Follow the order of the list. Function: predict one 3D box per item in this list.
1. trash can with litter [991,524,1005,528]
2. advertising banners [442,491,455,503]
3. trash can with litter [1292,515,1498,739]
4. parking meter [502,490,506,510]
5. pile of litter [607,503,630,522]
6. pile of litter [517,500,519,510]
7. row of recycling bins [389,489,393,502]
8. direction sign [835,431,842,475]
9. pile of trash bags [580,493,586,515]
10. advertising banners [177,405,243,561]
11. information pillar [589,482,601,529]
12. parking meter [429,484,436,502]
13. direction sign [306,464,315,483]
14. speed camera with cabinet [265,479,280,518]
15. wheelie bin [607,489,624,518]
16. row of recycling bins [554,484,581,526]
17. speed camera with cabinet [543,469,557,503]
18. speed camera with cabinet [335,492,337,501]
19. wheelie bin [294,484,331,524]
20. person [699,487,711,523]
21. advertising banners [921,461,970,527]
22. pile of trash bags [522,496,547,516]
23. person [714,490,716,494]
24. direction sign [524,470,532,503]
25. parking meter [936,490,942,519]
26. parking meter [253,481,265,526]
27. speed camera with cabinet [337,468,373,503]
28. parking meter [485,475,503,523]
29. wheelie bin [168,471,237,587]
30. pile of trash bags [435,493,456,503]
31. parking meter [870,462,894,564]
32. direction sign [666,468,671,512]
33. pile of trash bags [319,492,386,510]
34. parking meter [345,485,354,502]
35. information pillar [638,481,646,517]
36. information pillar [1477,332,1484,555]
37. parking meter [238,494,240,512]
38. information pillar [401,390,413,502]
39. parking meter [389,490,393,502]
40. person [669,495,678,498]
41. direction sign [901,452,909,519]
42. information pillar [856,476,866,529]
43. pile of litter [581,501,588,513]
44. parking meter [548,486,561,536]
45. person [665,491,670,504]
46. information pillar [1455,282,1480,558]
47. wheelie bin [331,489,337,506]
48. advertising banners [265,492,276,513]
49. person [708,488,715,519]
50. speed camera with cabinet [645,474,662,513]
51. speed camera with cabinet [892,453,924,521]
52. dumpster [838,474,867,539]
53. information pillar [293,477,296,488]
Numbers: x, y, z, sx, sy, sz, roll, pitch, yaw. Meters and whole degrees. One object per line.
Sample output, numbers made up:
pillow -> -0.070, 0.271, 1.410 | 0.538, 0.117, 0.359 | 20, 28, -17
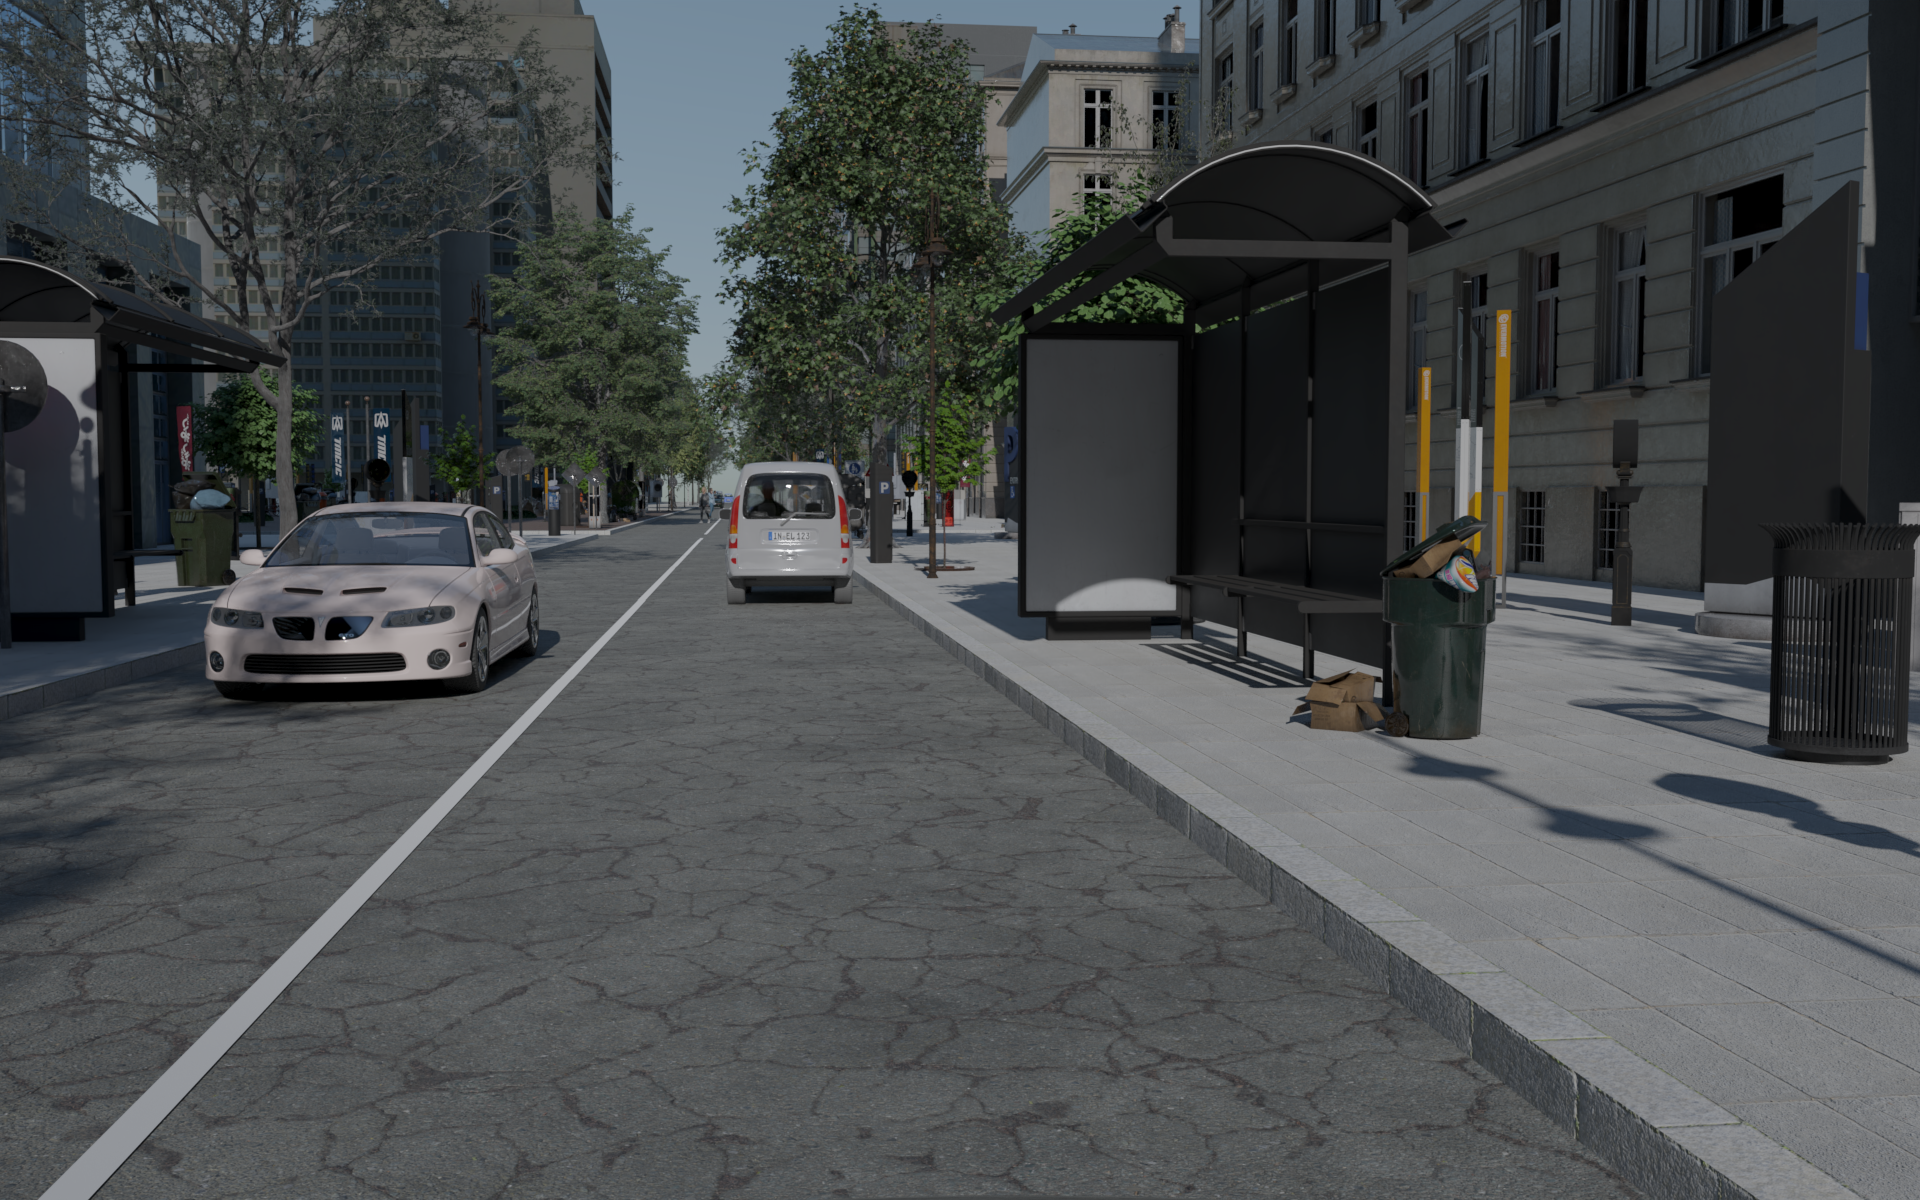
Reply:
trash can with litter -> 2.176, -3.351, 65.843 | 2.233, 1.210, 1.678 | 3, 5, 42
advertising banners -> -29.208, -6.323, 99.568 | 0.090, 3.025, 2.074 | 1, 4, 14
trash can with litter -> 2.307, 0.130, 9.264 | 1.055, 1.170, 0.624 | 2, 4, 33
parking meter -> -32.286, -6.969, 122.359 | 0.372, 1.533, 0.369 | 0, 3, 0
pile of litter -> -15.772, -4.017, 79.650 | 1.176, 0.858, 1.719 | -1, 4, -18
pile of litter -> -31.017, -6.678, 123.150 | 1.176, 0.858, 1.719 | -2, 4, -28
row of recycling bins -> -39.893, -7.118, 123.490 | 1.069, 1.692, 3.534 | 0, 4, -4
direction sign -> -4.387, -4.309, 62.456 | 0.379, 3.537, 0.876 | -1, 4, -18
pile of trash bags -> -23.985, -6.022, 108.210 | 3.447, 1.369, 1.912 | -2, 4, -31
advertising banners -> -14.664, -2.300, 33.794 | 2.074, 3.025, 0.090 | 2, 4, 35
information pillar -> -13.497, -3.637, 63.960 | 0.304, 2.012, 0.304 | 3, 5, 43
parking meter -> -30.738, -5.814, 100.766 | 0.399, 1.863, 0.255 | -2, 4, -30
direction sign -> -48.581, -8.413, 129.557 | 0.379, 3.537, 0.876 | 1, 4, 23
speed camera with cabinet -> -40.942, -6.719, 104.190 | 2.038, 3.252, 0.660 | 3, 4, 36
wheelie bin -> -17.741, -4.980, 89.332 | 0.980, 1.594, 0.693 | -1, 4, -23
row of recycling bins -> -16.224, -3.898, 70.843 | 1.069, 1.692, 3.534 | -1, 4, -20
speed camera with cabinet -> -27.494, -7.447, 116.094 | 0.660, 3.252, 2.038 | -2, 4, -25
speed camera with cabinet -> -44.240, -7.894, 123.396 | 0.660, 3.252, 2.038 | -3, 5, -39
wheelie bin -> -19.597, -2.694, 51.947 | 0.693, 1.594, 0.980 | 2, 4, 31
person -> -12.524, -4.688, 85.329 | 0.709, 1.800, 0.728 | 2, 4, 32
advertising banners -> -0.497, -4.376, 67.733 | 2.074, 3.025, 0.090 | -1, 4, -13
pile of trash bags -> -24.369, -5.620, 101.634 | 3.447, 1.369, 1.912 | 3, 4, 38
person -> -26.276, -10.851, 185.916 | 0.705, 1.824, 1.348 | 0, 4, 4
direction sign -> -26.573, -7.057, 107.385 | 0.876, 3.537, 0.379 | -2, 4, -34
parking meter -> -1.023, -4.873, 88.080 | 0.372, 1.533, 0.369 | 0, 3, 0
parking meter -> -27.917, -3.872, 69.019 | 0.255, 1.863, 0.399 | 3, 5, 40
speed camera with cabinet -> -39.747, -7.318, 113.993 | 2.038, 3.252, 0.660 | 0, 4, 7
parking meter -> -14.187, -2.886, 52.898 | 0.399, 1.863, 0.255 | -2, 4, -27
wheelie bin -> -10.561, -0.994, 24.166 | 0.980, 1.594, 0.693 | 1, 4, 23
pile of trash bags -> -31.454, -5.852, 105.433 | 1.912, 1.369, 3.447 | 0, 4, 3
parking meter -> -1.449, -1.614, 32.105 | 0.399, 1.863, 0.255 | -2, 4, -32
direction sign -> -21.310, -8.234, 126.624 | 0.379, 3.537, 0.876 | -1, 4, -9
pile of trash bags -> -28.278, -4.297, 80.010 | 3.447, 1.369, 1.912 | 1, 4, 12
parking meter -> -32.191, -5.235, 91.296 | 0.399, 1.863, 0.255 | 1, 4, 15
information pillar -> -17.646, -5.601, 96.061 | 0.304, 2.012, 0.304 | 1, 4, 14
information pillar -> 6.365, -1.856, 21.698 | 0.183, 3.616, 0.504 | -1, 4, -15
parking meter -> -48.701, -6.624, 116.715 | 0.372, 1.533, 0.369 | 0, 3, 0
information pillar -> -12.471, -2.920, 39.101 | 0.183, 3.616, 0.504 | 0, 4, -2
parking meter -> -38.147, -6.606, 116.415 | 0.372, 1.533, 0.369 | 0, 3, 0
person -> -35.718, -12.622, 215.654 | 1.217, 1.735, 0.721 | 0, 4, -2
direction sign -> -2.807, -5.914, 88.692 | 0.379, 3.537, 0.876 | 2, 4, 26
information pillar -> -3.643, -3.587, 63.139 | 0.304, 2.012, 0.304 | 3, 4, 36
pile of litter -> -25.740, -6.330, 117.462 | 1.176, 0.858, 1.719 | -1, 4, -22
parking meter -> -12.423, -2.728, 53.018 | 0.372, 1.533, 0.369 | 0, 3, 0
person -> -36.385, -12.758, 217.237 | 1.348, 1.807, 0.705 | 2, 4, 24
information pillar -> 5.661, -1.716, 19.403 | 0.183, 3.616, 0.504 | 1, 4, 18
wheelie bin -> -36.784, -5.694, 101.011 | 0.980, 1.594, 0.693 | 0, 4, 8
advertising banners -> -47.637, -7.586, 120.218 | 0.090, 3.025, 2.074 | 1, 4, 21
person -> -14.135, -5.477, 98.312 | 0.793, 1.790, 0.793 | -2, 4, -27
speed camera with cabinet -> -21.444, -7.604, 118.654 | 2.038, 3.252, 0.660 | -2, 4, -33
speed camera with cabinet -> -2.471, -5.431, 83.126 | 2.038, 3.252, 0.660 | 3, 4, 36
dumpster -> -3.323, -2.688, 49.712 | 1.264, 1.857, 1.865 | 0, 4, -7
information pillar -> -29.480, -4.401, 76.444 | 0.304, 2.012, 0.304 | -1, 4, -10
